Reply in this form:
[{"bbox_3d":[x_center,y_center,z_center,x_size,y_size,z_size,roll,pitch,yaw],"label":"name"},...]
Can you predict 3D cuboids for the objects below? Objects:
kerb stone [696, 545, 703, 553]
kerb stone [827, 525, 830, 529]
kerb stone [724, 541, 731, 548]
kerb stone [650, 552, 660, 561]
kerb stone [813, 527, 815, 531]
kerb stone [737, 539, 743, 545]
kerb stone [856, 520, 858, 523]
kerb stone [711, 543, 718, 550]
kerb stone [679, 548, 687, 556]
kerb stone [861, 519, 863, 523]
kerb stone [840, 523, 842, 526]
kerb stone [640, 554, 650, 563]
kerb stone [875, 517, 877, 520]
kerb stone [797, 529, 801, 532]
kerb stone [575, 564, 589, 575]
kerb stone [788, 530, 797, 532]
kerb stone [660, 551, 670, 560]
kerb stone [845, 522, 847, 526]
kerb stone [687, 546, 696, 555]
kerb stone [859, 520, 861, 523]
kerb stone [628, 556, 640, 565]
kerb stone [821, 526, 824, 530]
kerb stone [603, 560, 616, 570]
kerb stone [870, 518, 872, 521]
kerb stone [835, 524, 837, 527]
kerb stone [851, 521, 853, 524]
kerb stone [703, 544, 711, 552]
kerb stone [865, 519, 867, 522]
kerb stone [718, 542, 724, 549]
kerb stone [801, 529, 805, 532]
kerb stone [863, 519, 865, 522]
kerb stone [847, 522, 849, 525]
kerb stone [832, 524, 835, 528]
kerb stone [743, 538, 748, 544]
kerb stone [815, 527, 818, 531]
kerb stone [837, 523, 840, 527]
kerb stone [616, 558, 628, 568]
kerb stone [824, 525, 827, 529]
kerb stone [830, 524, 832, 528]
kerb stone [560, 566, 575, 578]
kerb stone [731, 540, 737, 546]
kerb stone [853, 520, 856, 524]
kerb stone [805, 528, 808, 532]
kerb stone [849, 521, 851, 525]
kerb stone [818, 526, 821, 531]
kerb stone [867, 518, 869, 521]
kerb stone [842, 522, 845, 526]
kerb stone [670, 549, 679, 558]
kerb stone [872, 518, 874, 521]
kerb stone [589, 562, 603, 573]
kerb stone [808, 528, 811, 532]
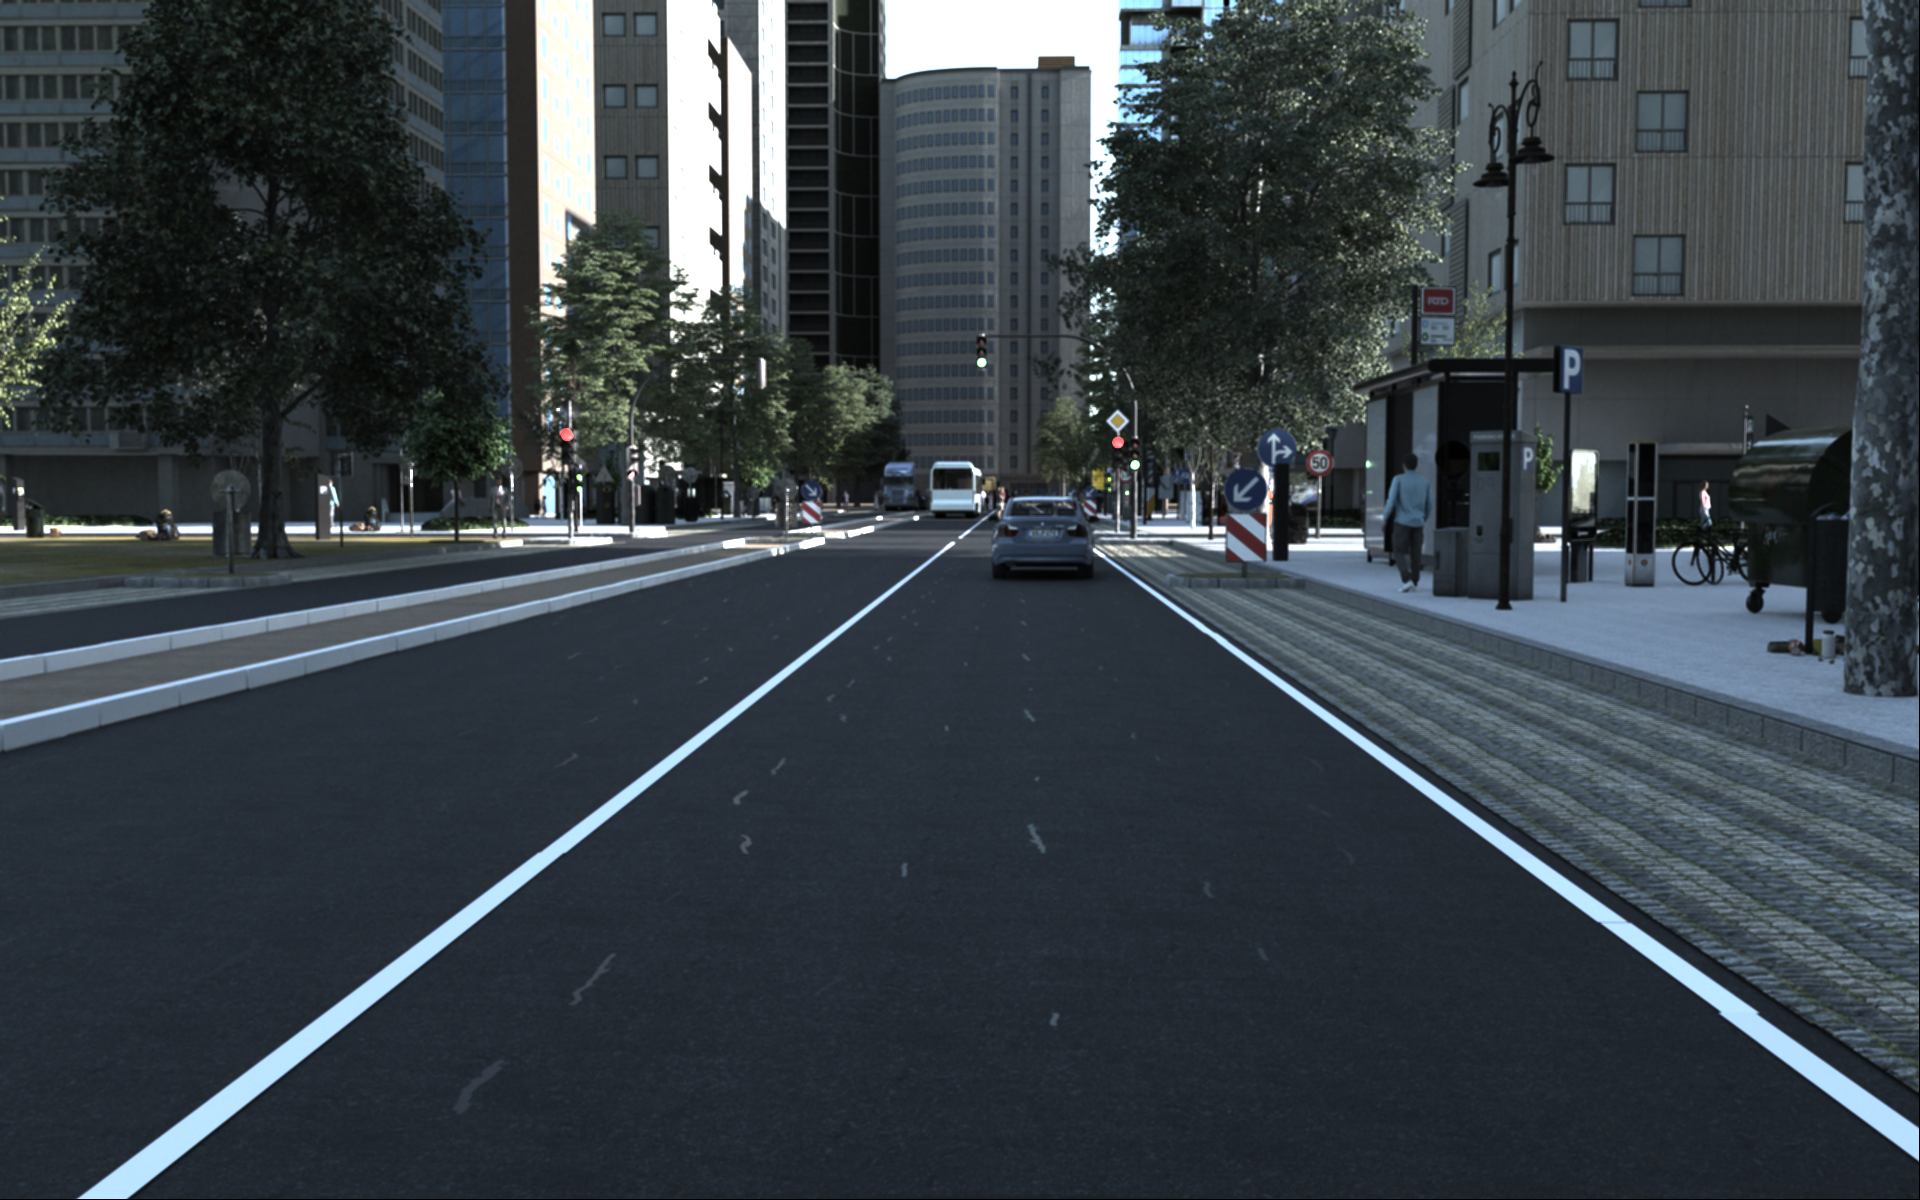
[{"bbox_3d":[-6.426,-1.208,41.946,0.120,0.150,1.000,0,4,2],"label":"kerb stone"},{"bbox_3d":[-5.502,-2.928,70.175,0.120,0.150,1.000,0,4,2],"label":"kerb stone"},{"bbox_3d":[-6.297,-1.458,46.038,0.120,0.150,1.000,0,4,2],"label":"kerb stone"},{"bbox_3d":[-6.591,-0.892,36.828,0.120,0.150,1.000,0,4,2],"label":"kerb stone"},{"bbox_3d":[-5.675,-2.618,65.052,0.120,0.150,1.000,0,4,2],"label":"kerb stone"},{"bbox_3d":[-6.231,-1.583,48.083,0.120,0.150,1.000,0,4,2],"label":"kerb stone"},{"bbox_3d":[-5.102,-3.684,82.468,0.120,0.150,1.000,0,4,2],"label":"kerb stone"},{"bbox_3d":[-6.354,-1.333,43.989,0.120,0.150,1.000,0,4,2],"label":"kerb stone"},{"bbox_3d":[-6.499,-1.083,39.900,0.120,0.150,1.000,0,4,2],"label":"kerb stone"},{"bbox_3d":[-5.010,-3.874,85.534,0.120,0.150,1.000,0,4,2],"label":"kerb stone"},{"bbox_3d":[-5.338,-3.243,75.284,0.120,0.150,1.000,0,4,2],"label":"kerb stone"},{"bbox_3d":[-6.624,-0.832,35.807,0.120,0.150,1.000,0,4,2],"label":"kerb stone"},{"bbox_3d":[-4.733,-4.375,93.727,0.120,0.150,1.000,0,4,2],"label":"kerb stone"},{"bbox_3d":[-5.814,-2.370,60.944,0.120,0.150,1.000,0,4,2],"label":"kerb stone"},{"bbox_3d":[-6.797,-0.519,30.691,0.120,0.150,1.000,0,4,2],"label":"kerb stone"},{"bbox_3d":[-5.837,-2.306,59.917,0.120,0.150,1.000,0,4,2],"label":"kerb stone"},{"bbox_3d":[-6.561,-0.957,37.850,0.120,0.150,1.000,0,4,2],"label":"kerb stone"},{"bbox_3d":[-5.273,-3.373,77.339,0.120,0.150,1.000,0,4,2],"label":"kerb stone"},{"bbox_3d":[-6.459,-1.143,40.925,0.120,0.150,1.000,0,4,2],"label":"kerb stone"},{"bbox_3d":[-5.047,-3.811,84.513,0.120,0.150,1.000,0,4,2],"label":"kerb stone"},{"bbox_3d":[-6.656,-0.769,34.783,0.120,0.150,1.000,0,4,2],"label":"kerb stone"},{"bbox_3d":[-5.566,-2.808,68.129,0.120,0.150,1.000,0,4,2],"label":"kerb stone"},{"bbox_3d":[-6.719,-0.645,32.734,0.120,0.150,1.000,0,4,2],"label":"kerb stone"},{"bbox_3d":[-4.837,-4.188,90.662,0.120,0.150,1.000,0,4,2],"label":"kerb stone"},{"bbox_3d":[-5.406,-3.122,73.240,0.120,0.150,1.000,0,4,2],"label":"kerb stone"},{"bbox_3d":[-5.171,-3.560,80.404,0.120,0.150,1.000,0,4,2],"label":"kerb stone"},{"bbox_3d":[-6.399,-1.270,42.968,0.120,0.150,1.000,0,4,2],"label":"kerb stone"},{"bbox_3d":[-4.935,-4.000,87.588,0.120,0.150,1.000,0,4,2],"label":"kerb stone"},{"bbox_3d":[-6.333,-1.394,45.014,0.120,0.150,1.000,0,4,2],"label":"kerb stone"},{"bbox_3d":[-5.769,-2.430,61.969,0.120,0.150,1.000,0,4,2],"label":"kerb stone"},{"bbox_3d":[-4.966,-3.936,86.556,0.120,0.150,1.000,0,4,2],"label":"kerb stone"},{"bbox_3d":[-5.230,-3.435,78.360,0.120,0.150,1.000,0,4,2],"label":"kerb stone"},{"bbox_3d":[-5.446,-3.060,72.219,0.120,0.150,1.000,0,4,2],"label":"kerb stone"},{"bbox_3d":[-6.196,-1.642,49.105,0.120,0.150,1.000,0,4,2],"label":"kerb stone"},{"bbox_3d":[-5.641,-2.682,66.073,0.120,0.150,1.000,0,4,2],"label":"kerb stone"},{"bbox_3d":[-5.376,-3.185,74.262,0.120,0.150,1.000,0,4,2],"label":"kerb stone"},{"bbox_3d":[-6.692,-0.707,33.755,0.120,0.150,1.000,0,4,2],"label":"kerb stone"},{"bbox_3d":[-5.544,-2.872,69.152,0.120,0.150,1.000,0,4,2],"label":"kerb stone"},{"bbox_3d":[-5.469,-2.992,71.197,0.120,0.150,1.000,0,4,2],"label":"kerb stone"},{"bbox_3d":[-6.828,-0.457,29.667,0.120,0.150,1.000,0,4,2],"label":"kerb stone"},{"bbox_3d":[-6.259,-1.521,47.061,0.120,0.150,1.000,0,4,2],"label":"kerb stone"},{"bbox_3d":[-5.138,-3.623,81.432,0.120,0.150,1.000,0,4,2],"label":"kerb stone"},{"bbox_3d":[-5.744,-2.496,63.005,0.120,0.150,1.000,0,4,2],"label":"kerb stone"},{"bbox_3d":[-5.205,-3.498,79.382,0.120,0.150,1.000,0,4,2],"label":"kerb stone"},{"bbox_3d":[-5.600,-2.746,67.101,0.120,0.150,1.000,0,4,2],"label":"kerb stone"},{"bbox_3d":[-4.904,-4.060,88.611,0.120,0.150,1.000,0,4,2],"label":"kerb stone"},{"bbox_3d":[-5.301,-3.309,76.310,0.120,0.150,1.000,0,4,2],"label":"kerb stone"},{"bbox_3d":[-6.527,-1.020,38.873,0.120,0.150,1.000,0,4,2],"label":"kerb stone"},{"bbox_3d":[-4.804,-4.250,91.684,0.120,0.150,1.000,0,4,2],"label":"kerb stone"},{"bbox_3d":[-6.765,-0.582,31.713,0.120,0.150,1.000,0,4,2],"label":"kerb stone"},{"bbox_3d":[-5.705,-2.559,64.030,0.120,0.150,1.000,0,4,2],"label":"kerb stone"}]
